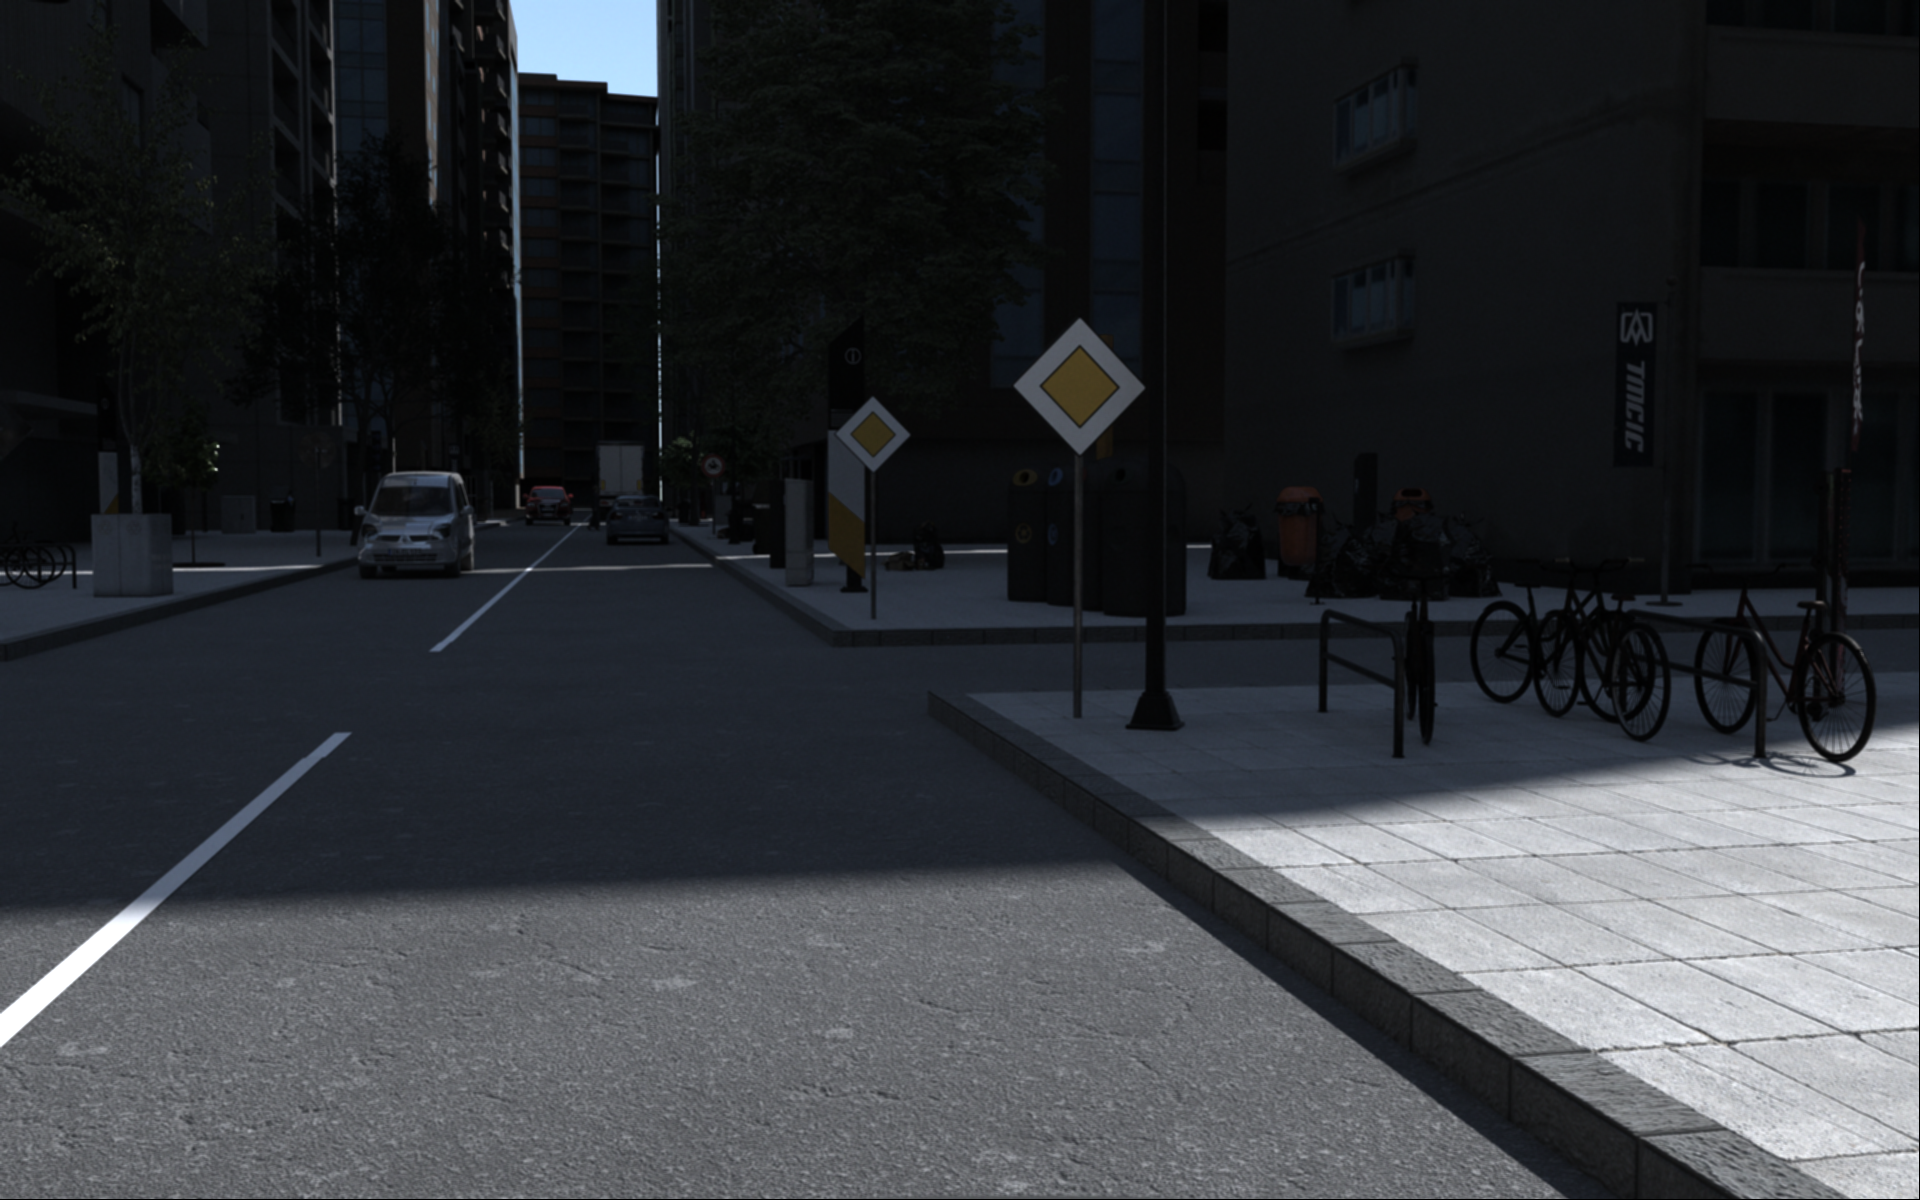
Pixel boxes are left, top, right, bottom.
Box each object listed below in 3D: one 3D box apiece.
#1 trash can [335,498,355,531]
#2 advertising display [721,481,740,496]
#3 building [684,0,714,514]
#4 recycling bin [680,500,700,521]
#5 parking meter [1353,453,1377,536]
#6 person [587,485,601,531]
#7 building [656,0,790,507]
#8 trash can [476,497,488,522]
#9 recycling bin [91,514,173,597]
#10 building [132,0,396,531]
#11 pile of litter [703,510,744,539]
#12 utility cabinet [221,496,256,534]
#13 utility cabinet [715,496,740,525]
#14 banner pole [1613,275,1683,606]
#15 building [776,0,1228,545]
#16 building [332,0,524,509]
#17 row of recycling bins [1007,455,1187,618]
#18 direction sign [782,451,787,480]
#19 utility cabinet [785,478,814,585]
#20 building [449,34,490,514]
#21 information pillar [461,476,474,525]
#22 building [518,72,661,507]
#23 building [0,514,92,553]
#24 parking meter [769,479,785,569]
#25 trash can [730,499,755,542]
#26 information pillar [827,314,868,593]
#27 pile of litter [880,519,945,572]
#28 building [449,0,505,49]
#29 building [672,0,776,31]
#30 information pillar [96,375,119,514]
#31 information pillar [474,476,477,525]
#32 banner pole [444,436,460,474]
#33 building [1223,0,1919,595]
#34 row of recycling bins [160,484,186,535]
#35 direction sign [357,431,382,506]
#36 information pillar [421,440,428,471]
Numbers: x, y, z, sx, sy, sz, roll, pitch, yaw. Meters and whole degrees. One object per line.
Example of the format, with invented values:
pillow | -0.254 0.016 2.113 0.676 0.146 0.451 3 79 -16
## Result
trash can | -21.563 -3.013 60.918 0.748 1.137 0.748 0 3 0
advertising display | -11.149 -4.825 84.110 0.974 1.923 0.123 -2 4 -31
building | -8.899 -35.516 122.686 21.231 58.520 28.212 -1 4 -11
recycling bin | -12.364 -4.084 79.329 0.722 1.027 0.722 1 4 9
parking meter | 5.800 -1.168 24.814 0.255 1.863 0.399 0 4 -1
person | -14.317 -3.607 67.898 0.576 1.772 0.534 3 5 44
building | -21.976 -45.788 186.878 20.611 71.187 20.563 -1 4 -11
trash can | -21.923 -4.128 79.148 0.748 1.137 0.748 0 3 0
recycling bin | -10.442 -0.570 21.866 0.722 1.027 0.722 0 4 -2
building | -33.962 -38.499 67.714 20.563 71.187 20.611 -1 4 -11
pile of litter | -6.502 -2.196 49.871 1.719 0.858 1.176 1 4 9
utility cabinet | -23.245 -2.729 55.788 1.020 1.237 0.306 0 4 3
utility cabinet | -9.664 -3.720 71.976 1.020 1.237 0.306 1 4 12
banner pole | 7.895 -1.826 19.875 0.863 3.779 0.401 0 4 0
building | 2.171 -24.473 50.237 14.600 45.320 14.200 -1 4 -11
building | -46.333 -30.719 152.361 14.200 45.320 14.600 -1 4 -11
row of recycling bins | 1.519 -0.766 19.638 1.069 1.692 3.534 -1 4 -21
direction sign | -6.436 -4.375 63.521 0.379 3.537 0.876 0 4 3
utility cabinet | -2.253 -0.967 24.484 0.318 1.500 1.173 0 3 0
building | -37.452 -20.603 108.560 14.160 30.474 14.107 -1 4 -11
information pillar | -20.136 -4.042 70.572 0.304 2.012 0.304 1 4 18
building | -46.243 -32.310 182.884 28.867 44.769 22.147 -1 4 -11
building | -32.401 -27.283 35.315 28.713 52.752 27.495 -1 4 -11
parking meter | -3.103 -1.317 29.939 0.372 1.533 0.369 0 3 0
trash can | -5.841 -2.154 46.877 0.748 1.137 0.748 0 3 0
information pillar | -1.464 -1.906 22.520 0.504 3.616 0.183 -1 4 -12
pile of litter | -0.842 -0.952 29.531 1.176 0.858 1.719 2 4 28
building | -45.563 -29.026 129.205 22.147 44.769 28.867 -1 4 -11
building | -16.554 -28.111 143.217 14.154 41.232 14.086 -1 4 -11
information pillar | -16.851 -2.623 34.241 0.183 3.616 0.504 0 4 8
information pillar | -20.121 -4.086 71.300 0.304 2.012 0.304 2 4 30
banner pole | -21.834 -5.153 74.270 0.863 3.779 0.401 -1 4 -17
building | 16.707 -25.028 32.916 21.600 48.544 21.300 -1 4 -11
row of recycling bins | -26.023 -2.859 53.852 3.534 1.692 1.069 -1 4 -22
direction sign | -21.160 -4.288 62.109 0.876 3.537 0.379 0 4 7
information pillar | -23.313 -5.140 75.397 0.183 3.616 0.504 -3 5 -42
